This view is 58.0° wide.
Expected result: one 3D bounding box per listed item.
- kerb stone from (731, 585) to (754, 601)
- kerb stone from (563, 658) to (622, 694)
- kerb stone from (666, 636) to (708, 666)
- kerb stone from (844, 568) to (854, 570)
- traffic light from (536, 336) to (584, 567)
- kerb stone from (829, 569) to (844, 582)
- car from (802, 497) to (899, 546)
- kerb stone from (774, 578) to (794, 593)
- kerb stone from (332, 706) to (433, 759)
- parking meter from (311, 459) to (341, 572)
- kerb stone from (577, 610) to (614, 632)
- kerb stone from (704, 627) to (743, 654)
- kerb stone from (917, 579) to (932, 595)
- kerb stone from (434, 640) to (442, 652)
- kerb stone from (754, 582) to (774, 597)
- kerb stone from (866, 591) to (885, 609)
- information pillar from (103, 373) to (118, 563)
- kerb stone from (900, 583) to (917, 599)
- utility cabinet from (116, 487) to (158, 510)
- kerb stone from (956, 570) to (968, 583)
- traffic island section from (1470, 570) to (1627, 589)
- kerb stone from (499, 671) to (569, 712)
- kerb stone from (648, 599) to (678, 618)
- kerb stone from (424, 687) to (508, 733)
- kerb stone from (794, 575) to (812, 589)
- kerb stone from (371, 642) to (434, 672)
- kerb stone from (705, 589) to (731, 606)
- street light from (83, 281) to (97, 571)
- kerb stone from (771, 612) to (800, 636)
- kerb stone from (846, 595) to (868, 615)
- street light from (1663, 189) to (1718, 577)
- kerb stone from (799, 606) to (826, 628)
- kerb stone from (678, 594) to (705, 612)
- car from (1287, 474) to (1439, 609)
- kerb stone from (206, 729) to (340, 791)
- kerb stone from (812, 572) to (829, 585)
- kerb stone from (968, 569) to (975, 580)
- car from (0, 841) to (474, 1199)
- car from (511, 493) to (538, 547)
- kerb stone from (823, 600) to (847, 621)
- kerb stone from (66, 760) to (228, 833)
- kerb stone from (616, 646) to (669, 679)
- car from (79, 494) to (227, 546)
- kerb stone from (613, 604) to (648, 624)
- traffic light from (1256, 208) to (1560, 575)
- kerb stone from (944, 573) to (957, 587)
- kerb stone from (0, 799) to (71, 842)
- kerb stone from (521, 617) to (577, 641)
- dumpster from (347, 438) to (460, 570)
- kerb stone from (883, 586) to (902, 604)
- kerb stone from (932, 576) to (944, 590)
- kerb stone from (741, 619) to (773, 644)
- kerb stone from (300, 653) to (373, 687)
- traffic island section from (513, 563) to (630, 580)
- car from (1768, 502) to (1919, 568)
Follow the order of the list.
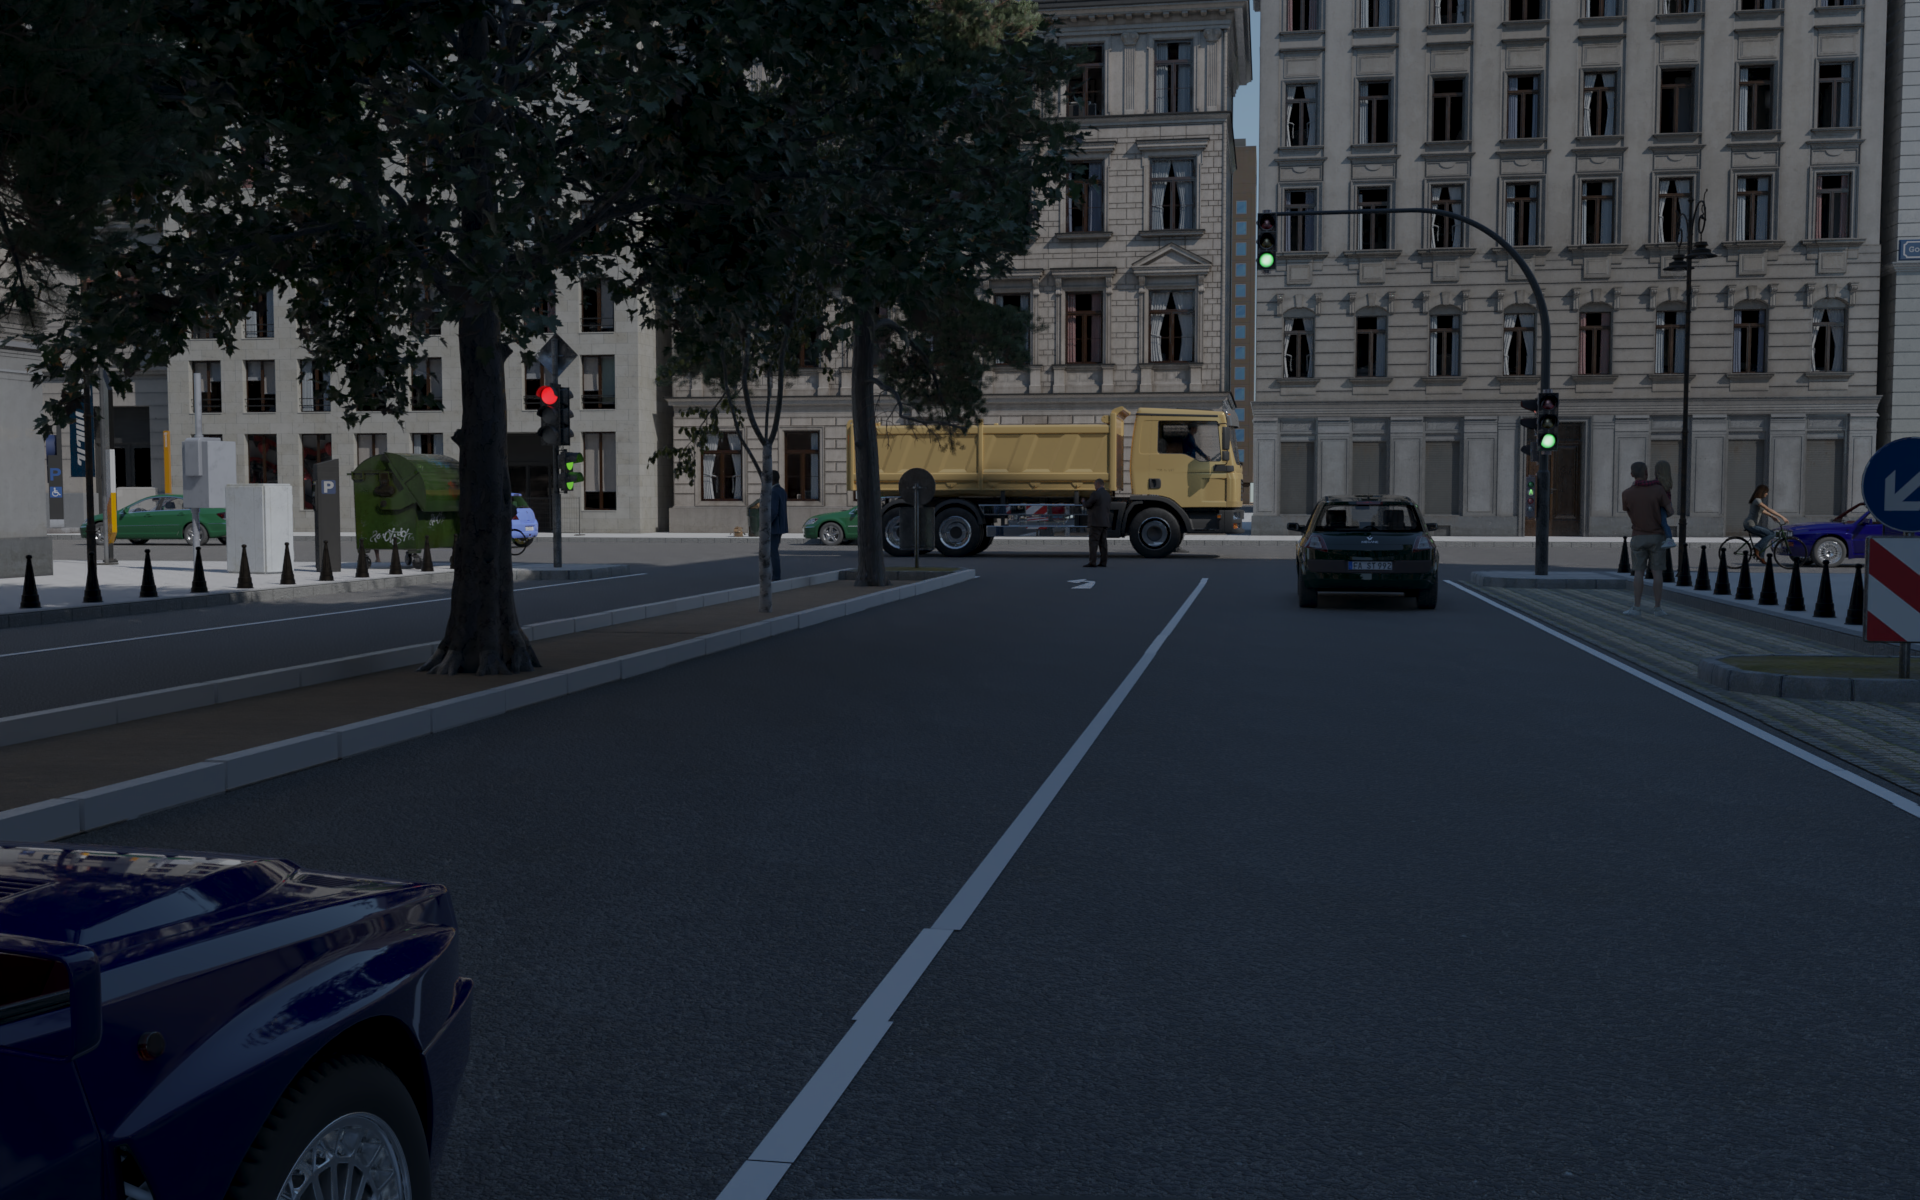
[{"bbox_3d":[-3.026,-0.073,23.389,0.120,0.150,1.000,1,4,10],"label":"kerb stone"},{"bbox_3d":[-2.772,0.569,12.885,0.120,0.150,1.000,1,4,10],"label":"kerb stone"},{"bbox_3d":[-2.411,0.452,14.903,0.120,0.150,1.000,1,4,10],"label":"kerb stone"},{"bbox_3d":[-1.945,-0.443,29.459,0.120,0.150,1.000,1,4,10],"label":"kerb stone"},{"bbox_3d":[-7.025,-2.525,30.199,0.839,4.253,0.868,1,4,10],"label":"traffic light"},{"bbox_3d":[-2.125,-0.383,28.450,0.120,0.150,1.000,1,4,10],"label":"kerb stone"},{"bbox_3d":[-2.003,-2.248,48.550,4.920,1.459,2.131,1,4,10],"label":"car"},{"bbox_3d":[-2.671,-0.197,25.421,0.120,0.150,1.000,1,4,10],"label":"kerb stone"},{"bbox_3d":[-3.309,0.755,9.856,0.120,0.150,1.000,1,4,10],"label":"kerb stone"},{"bbox_3d":[-10.418,-1.392,28.466,0.399,1.863,0.255,-2,4,-35],"label":"parking meter"},{"bbox_3d":[-3.932,0.242,18.338,0.120,0.150,1.000,1,4,10],"label":"kerb stone"},{"bbox_3d":[-2.229,0.386,15.910,0.120,0.150,1.000,1,4,10],"label":"kerb stone"},{"bbox_3d":[-0.597,-0.169,25.005,0.120,0.150,1.000,1,4,10],"label":"kerb stone"},{"bbox_3d":[-4.468,0.424,15.301,0.120,0.150,1.000,1,4,10],"label":"kerb stone"},{"bbox_3d":[-2.851,-0.133,24.405,0.120,0.150,1.000,1,4,10],"label":"kerb stone"},{"bbox_3d":[-1.151,0.016,21.979,0.120,0.150,1.000,1,4,10],"label":"kerb stone"},{"bbox_3d":[-15.895,-2.507,32.342,0.183,3.616,0.504,-3,5,-41],"label":"information pillar"},{"bbox_3d":[-0.785,-0.110,23.997,0.120,0.150,1.000,1,4,10],"label":"kerb stone"},{"bbox_3d":[-26.791,-2.920,56.414,1.173,1.500,0.318,-1,4,-9],"label":"utility cabinet"},{"bbox_3d":[-0.062,-0.358,28.042,0.120,0.150,1.000,1,4,10],"label":"kerb stone"},{"bbox_3d":[9.221,-0.315,27.438,2.009,0.180,2.903,1,4,10],"label":"traffic island section"},{"bbox_3d":[-2.953,0.631,11.873,0.120,0.150,1.000,1,4,10],"label":"kerb stone"},{"bbox_3d":[-3.568,0.115,20.357,0.120,0.150,1.000,1,4,10],"label":"kerb stone"},{"bbox_3d":[-3.126,0.693,10.864,0.120,0.150,1.000,1,4,10],"label":"kerb stone"},{"bbox_3d":[-2.492,-0.259,26.430,0.120,0.150,1.000,1,4,10],"label":"kerb stone"},{"bbox_3d":[-4.657,0.483,14.293,0.120,0.150,1.000,1,4,10],"label":"kerb stone"},{"bbox_3d":[-3.207,-0.011,22.378,0.120,0.150,1.000,1,4,10],"label":"kerb stone"},{"bbox_3d":[-10.703,-2.961,21.204,0.468,5.910,1.993,1,4,10],"label":"street light"},{"bbox_3d":[-1.872,0.261,17.940,0.120,0.150,1.000,1,4,10],"label":"kerb stone"},{"bbox_3d":[-1.321,0.077,20.969,0.120,0.150,1.000,1,4,10],"label":"kerb stone"},{"bbox_3d":[11.159,-3.292,26.611,0.468,5.910,1.993,1,4,10],"label":"street light"},{"bbox_3d":[-1.682,0.199,18.947,0.120,0.150,1.000,1,4,10],"label":"kerb stone"},{"bbox_3d":[-3.391,0.052,21.370,0.120,0.150,1.000,1,4,10],"label":"kerb stone"},{"bbox_3d":[5.372,-0.813,23.074,2.009,1.686,4.222,1,4,11],"label":"car"},{"bbox_3d":[-3.497,0.817,8.841,0.120,0.150,1.000,1,4,10],"label":"kerb stone"},{"bbox_3d":[-2.302,-0.317,27.436,0.120,0.150,1.000,1,4,10],"label":"kerb stone"},{"bbox_3d":[0.112,-0.416,29.057,0.120,0.150,1.000,1,4,10],"label":"kerb stone"},{"bbox_3d":[-1.950,0.678,1.494,1.945,1.354,3.894,1,4,10],"label":"car"},{"bbox_3d":[-13.248,-2.254,46.442,3.694,1.707,1.945,1,4,10],"label":"car"},{"bbox_3d":[-1.507,0.137,19.958,0.120,0.150,1.000,1,4,10],"label":"kerb stone"},{"bbox_3d":[-3.671,0.884,7.824,0.120,0.150,1.000,1,4,10],"label":"kerb stone"},{"bbox_3d":[-2.584,0.508,13.892,0.120,0.150,1.000,1,4,10],"label":"kerb stone"},{"bbox_3d":[-22.330,-2.266,48.845,4.920,1.459,2.131,1,4,9],"label":"car"},{"bbox_3d":[-3.751,0.174,19.347,0.120,0.150,1.000,1,4,10],"label":"kerb stone"},{"bbox_3d":[7.108,-3.235,27.557,4.771,5.953,1.251,1,4,10],"label":"traffic light"},{"bbox_3d":[-0.241,-0.291,27.033,0.120,0.150,1.000,1,4,10],"label":"kerb stone"},{"bbox_3d":[-3.857,0.944,6.816,0.120,0.150,1.000,1,4,10],"label":"kerb stone"},{"bbox_3d":[-4.117,0.299,17.331,0.120,0.150,1.000,1,4,10],"label":"kerb stone"},{"bbox_3d":[-9.548,-1.693,30.175,1.502,2.255,1.985,1,4,10],"label":"dumpster"},{"bbox_3d":[-0.969,-0.049,22.990,0.120,0.150,1.000,1,4,10],"label":"kerb stone"},{"bbox_3d":[-0.423,-0.234,26.020,0.120,0.150,1.000,1,4,10],"label":"kerb stone"},{"bbox_3d":[-2.051,0.326,16.922,0.120,0.150,1.000,1,4,10],"label":"kerb stone"},{"bbox_3d":[-4.831,0.545,13.283,0.120,0.150,1.000,1,4,10],"label":"kerb stone"},{"bbox_3d":[-7.063,-0.493,30.341,2.009,0.180,2.903,1,4,10],"label":"traffic island section"},{"bbox_3d":[18.194,-1.323,34.211,3.894,1.354,1.945,1,4,10],"label":"car"}]
